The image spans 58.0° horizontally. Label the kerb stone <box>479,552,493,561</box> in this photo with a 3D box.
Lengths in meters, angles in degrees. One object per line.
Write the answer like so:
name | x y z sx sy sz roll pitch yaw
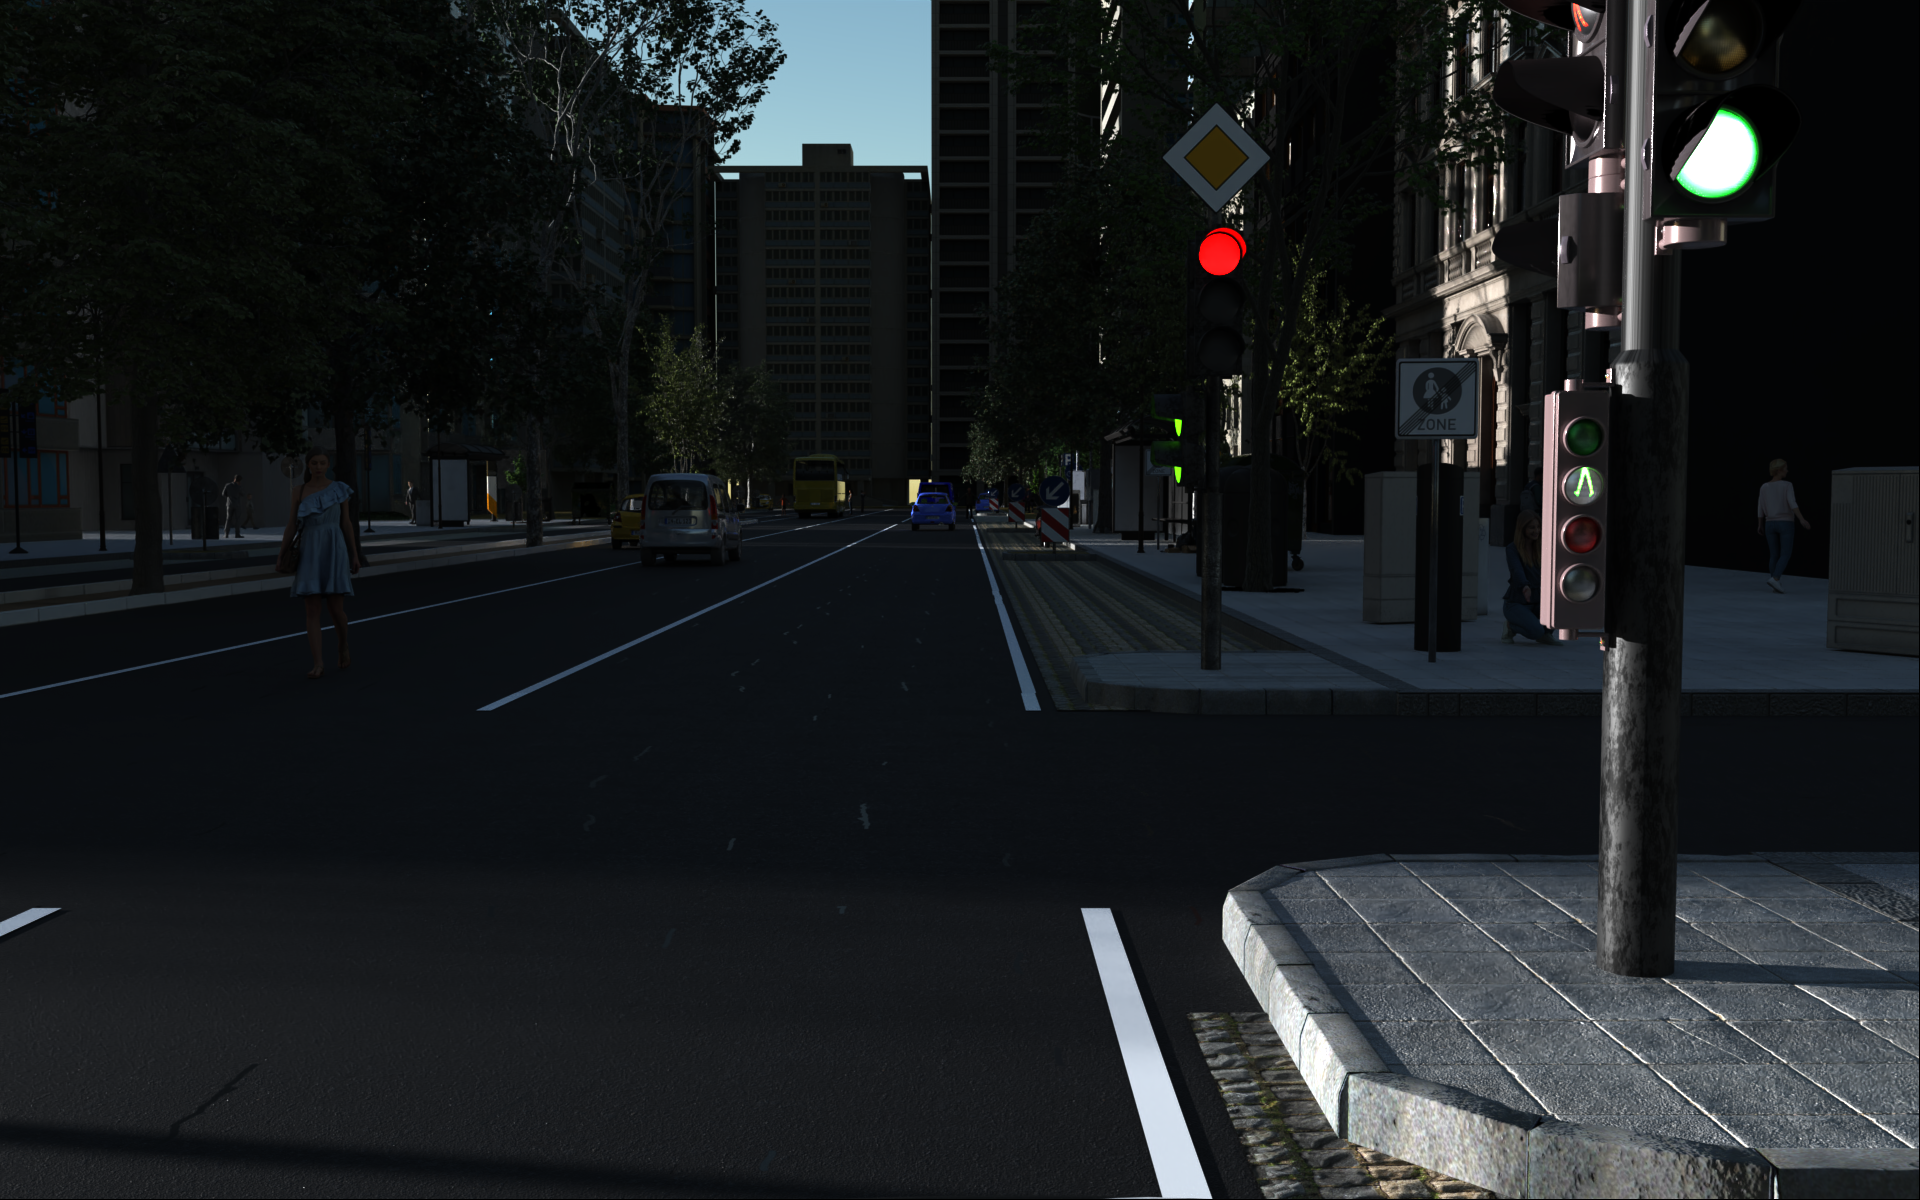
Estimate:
kerb stone | -10.334 -0.927 37.350 0.120 0.150 1.000 0 4 0

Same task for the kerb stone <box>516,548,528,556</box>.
kerb stone | -10.320 -1.114 40.416 0.120 0.150 1.000 0 4 0

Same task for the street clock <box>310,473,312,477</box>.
street clock | -21.574 -3.270 58.030 0.471 2.002 0.358 -1 4 -12

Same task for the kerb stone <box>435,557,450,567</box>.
kerb stone | -10.344 -0.738 34.270 0.120 0.150 1.000 0 4 0

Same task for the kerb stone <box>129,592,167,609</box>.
kerb stone | -10.381 0.014 21.965 0.120 0.150 1.000 0 4 0

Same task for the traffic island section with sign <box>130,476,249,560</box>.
traffic island section with sign | -16.997 -1.824 38.452 1.989 1.847 2.006 0 4 0

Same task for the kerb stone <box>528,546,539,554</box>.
kerb stone | -10.325 -1.171 41.439 0.120 0.150 1.000 0 4 0

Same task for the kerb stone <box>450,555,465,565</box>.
kerb stone | -10.335 -0.801 35.293 0.120 0.150 1.000 0 4 0

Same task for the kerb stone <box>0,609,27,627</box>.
kerb stone | -10.383 0.202 18.893 0.120 0.150 1.000 0 4 0

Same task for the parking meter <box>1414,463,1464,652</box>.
parking meter | 3.925 -0.354 14.194 0.372 1.533 0.369 0 3 0

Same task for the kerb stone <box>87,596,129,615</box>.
kerb stone | -10.380 0.080 20.943 0.120 0.150 1.000 0 4 0

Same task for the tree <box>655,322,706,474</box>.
tree | -19.559 -11.227 100.575 9.611 12.733 9.660 0 3 0

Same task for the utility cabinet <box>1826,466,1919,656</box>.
utility cabinet | 7.508 -0.309 13.724 0.318 1.500 1.173 -2 4 -28

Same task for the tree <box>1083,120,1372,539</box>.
tree | 4.611 -5.061 33.106 4.737 8.622 4.395 0 3 0

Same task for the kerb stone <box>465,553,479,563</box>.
kerb stone | -10.343 -0.863 36.319 0.120 0.150 1.000 0 4 0

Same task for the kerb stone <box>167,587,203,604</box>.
kerb stone | -10.366 -0.042 22.988 0.120 0.150 1.000 0 4 0

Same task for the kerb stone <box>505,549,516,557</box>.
kerb stone | -10.337 -1.052 39.394 0.120 0.150 1.000 0 4 0

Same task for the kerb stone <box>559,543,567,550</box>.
kerb stone | -10.328 -1.362 44.509 0.120 0.150 1.000 0 4 0

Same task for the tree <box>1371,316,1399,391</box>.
tree | 9.780 -6.001 48.476 4.737 8.622 4.395 0 3 0

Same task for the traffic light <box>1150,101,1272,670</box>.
traffic light | 1.821 -1.447 12.583 0.839 4.253 0.868 0 4 0

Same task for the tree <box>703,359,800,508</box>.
tree | -19.884 -15.674 162.922 9.857 13.997 8.962 0 3 0

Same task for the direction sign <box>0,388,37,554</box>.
direction sign | -20.365 -2.774 37.358 0.379 3.537 0.876 3 5 42

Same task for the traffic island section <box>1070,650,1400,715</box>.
traffic island section | 1.861 0.586 12.697 2.009 0.180 2.903 0 4 0

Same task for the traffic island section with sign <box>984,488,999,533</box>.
traffic island section with sign | 1.983 -3.430 64.707 1.989 1.847 2.006 0 4 0

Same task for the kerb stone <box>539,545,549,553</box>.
kerb stone | -10.329 -1.235 42.463 0.120 0.150 1.000 0 4 0

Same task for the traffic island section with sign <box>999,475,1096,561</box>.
traffic island section with sign | 1.916 -1.781 37.752 1.989 1.847 2.006 0 4 0

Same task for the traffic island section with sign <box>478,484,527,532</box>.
traffic island section with sign | -16.947 -3.473 65.407 1.989 1.847 2.006 0 4 0

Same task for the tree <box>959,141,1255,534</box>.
tree | 4.766 -8.513 56.190 9.611 12.733 9.660 0 3 0

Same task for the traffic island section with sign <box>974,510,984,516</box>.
traffic island section with sign | 2.109 -6.472 114.451 1.989 1.847 2.006 0 4 0

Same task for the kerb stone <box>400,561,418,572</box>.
kerb stone | -10.353 -0.613 32.226 0.120 0.150 1.000 0 4 0

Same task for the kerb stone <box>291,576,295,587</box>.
kerb stone | -10.369 -0.299 27.082 0.120 0.150 1.000 0 4 0

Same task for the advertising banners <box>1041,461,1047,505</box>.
advertising banners | 3.685 -4.852 75.517 0.090 3.025 2.074 0 4 8

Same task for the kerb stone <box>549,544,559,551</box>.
kerb stone | -10.321 -1.301 43.485 0.120 0.150 1.000 0 4 0

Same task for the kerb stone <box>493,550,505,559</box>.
kerb stone | -10.338 -0.989 38.372 0.120 0.150 1.000 0 4 0

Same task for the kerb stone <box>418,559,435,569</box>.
kerb stone | -10.347 -0.676 33.248 0.120 0.150 1.000 0 4 0

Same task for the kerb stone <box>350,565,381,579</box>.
kerb stone | -10.352 -0.488 30.168 0.120 0.150 1.000 0 4 0

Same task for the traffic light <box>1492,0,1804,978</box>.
traffic light | -0.290 -1.822 4.461 4.771 5.953 1.251 0 4 0

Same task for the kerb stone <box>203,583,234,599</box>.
kerb stone | -10.371 -0.111 24.010 0.120 0.150 1.000 0 4 0

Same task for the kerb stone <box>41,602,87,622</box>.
kerb stone | -10.381 0.139 19.920 0.120 0.150 1.000 0 4 0

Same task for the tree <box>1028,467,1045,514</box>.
tree | 5.102 -7.273 113.508 1.663 3.219 1.824 0 3 0

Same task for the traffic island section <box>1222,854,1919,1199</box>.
traffic island section | 1.842 1.075 4.712 2.009 0.180 2.903 0 4 0

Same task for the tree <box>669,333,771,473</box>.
tree | -19.969 -13.600 132.725 12.009 13.543 11.850 0 3 0

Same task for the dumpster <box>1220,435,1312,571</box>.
dumpster | 5.111 -1.662 29.663 1.502 2.255 1.985 0 3 0

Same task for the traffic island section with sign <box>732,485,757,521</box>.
traffic island section with sign | -11.266 -4.856 87.526 2.006 1.907 1.989 0 4 0

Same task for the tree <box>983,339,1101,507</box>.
tree | 4.968 -9.902 96.302 7.601 10.594 8.767 1 4 17

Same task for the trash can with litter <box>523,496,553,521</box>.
trash can with litter | -20.545 -4.399 82.981 2.233 1.210 1.678 -1 4 -22

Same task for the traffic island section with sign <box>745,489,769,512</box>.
traffic island section with sign | -16.749 -8.178 142.331 1.989 1.847 2.006 0 4 0

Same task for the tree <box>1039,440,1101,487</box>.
tree | 5.305 -5.955 81.081 4.285 4.588 4.351 0 3 0

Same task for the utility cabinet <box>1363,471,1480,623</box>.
utility cabinet | 4.599 -0.527 17.289 1.173 1.500 0.318 -1 4 -22

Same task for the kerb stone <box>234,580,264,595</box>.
kerb stone | -10.365 -0.173 25.032 0.120 0.150 1.000 0 4 0

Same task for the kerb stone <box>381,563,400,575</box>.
kerb stone | -10.355 -0.551 31.196 0.120 0.150 1.000 0 4 0

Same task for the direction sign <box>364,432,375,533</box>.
direction sign | -19.754 -4.026 57.822 0.379 3.537 0.876 0 4 -7

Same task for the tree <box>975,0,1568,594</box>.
tree | 4.110 -5.916 22.478 9.928 11.665 9.643 0 3 0

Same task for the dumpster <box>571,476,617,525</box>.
dumpster | -17.097 -4.643 80.863 1.985 2.255 1.502 0 4 1

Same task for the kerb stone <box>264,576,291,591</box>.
kerb stone | -10.361 -0.236 26.058 0.120 0.150 1.000 0 4 0
